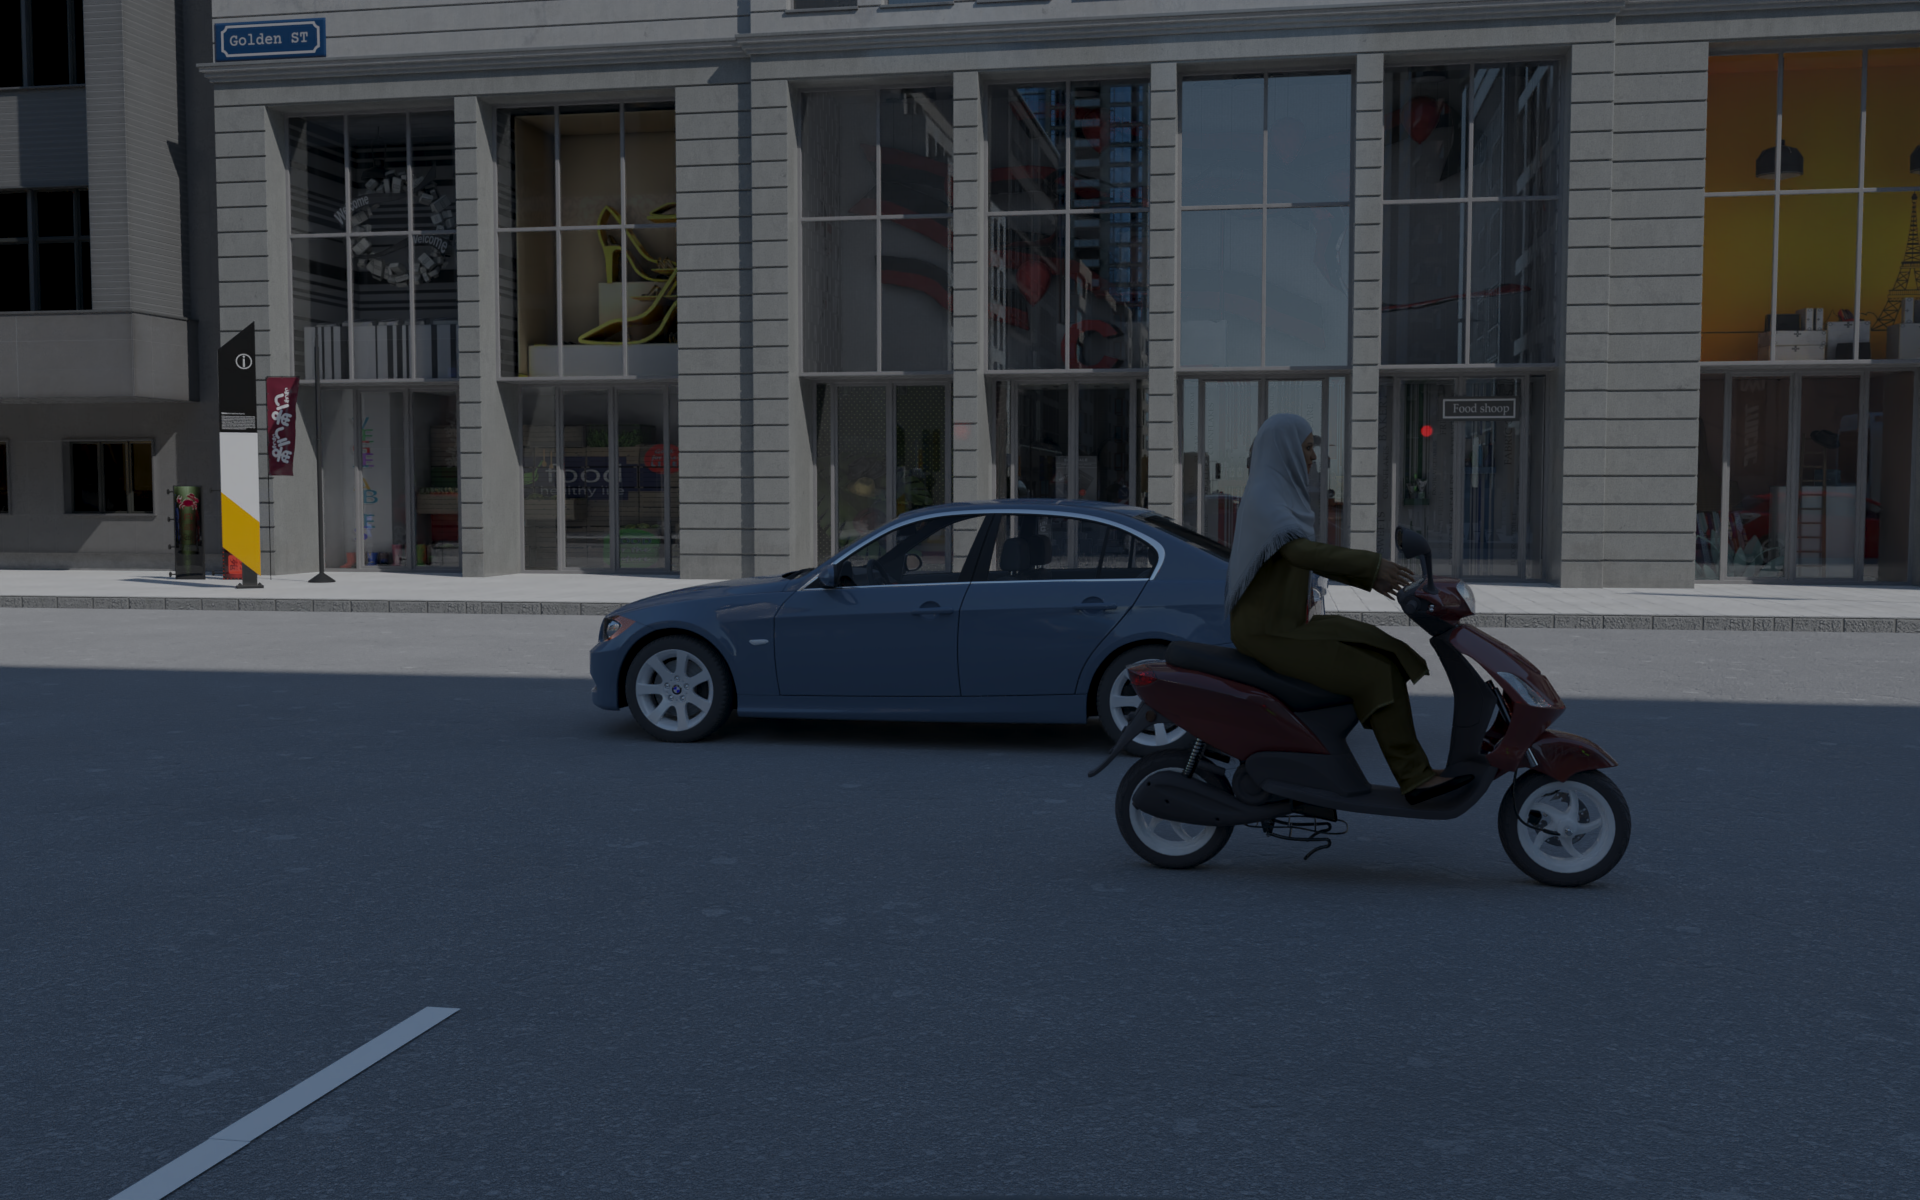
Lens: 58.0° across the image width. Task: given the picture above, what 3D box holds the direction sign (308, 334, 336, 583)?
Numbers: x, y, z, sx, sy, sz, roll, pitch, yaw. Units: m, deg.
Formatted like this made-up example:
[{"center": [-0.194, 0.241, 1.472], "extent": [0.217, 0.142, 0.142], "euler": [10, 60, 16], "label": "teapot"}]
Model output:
[{"center": [-9.272, -2.022, 25.058], "extent": [0.379, 3.537, 0.876], "euler": [-1, 4, -21], "label": "direction sign"}]

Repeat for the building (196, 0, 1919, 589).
[{"center": [3.841, -15.391, 29.143], "extent": [29.804, 29.767, 11.434], "euler": [1, 4, 10], "label": "building"}]

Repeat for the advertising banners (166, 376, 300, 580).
[{"center": [-10.803, -1.811, 25.796], "extent": [2.074, 3.025, 0.090], "euler": [0, 4, 4], "label": "advertising banners"}]

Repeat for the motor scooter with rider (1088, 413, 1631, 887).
[{"center": [1.460, 0.155, 6.431], "extent": [1.986, 1.779, 0.876], "euler": [1, 4, 12], "label": "motor scooter with rider"}]

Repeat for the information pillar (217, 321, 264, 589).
[{"center": [-9.730, -1.960, 23.408], "extent": [0.504, 3.616, 0.183], "euler": [-2, 4, -27], "label": "information pillar"}]

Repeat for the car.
[{"center": [0.000, 0.096, 10.432], "extent": [4.499, 1.417, 2.014], "euler": [1, 4, 12], "label": "car"}]

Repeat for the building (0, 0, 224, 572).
[{"center": [-25.412, -13.250, 35.704], "extent": [30.058, 24.678, 14.314], "euler": [1, 4, 10], "label": "building"}]
